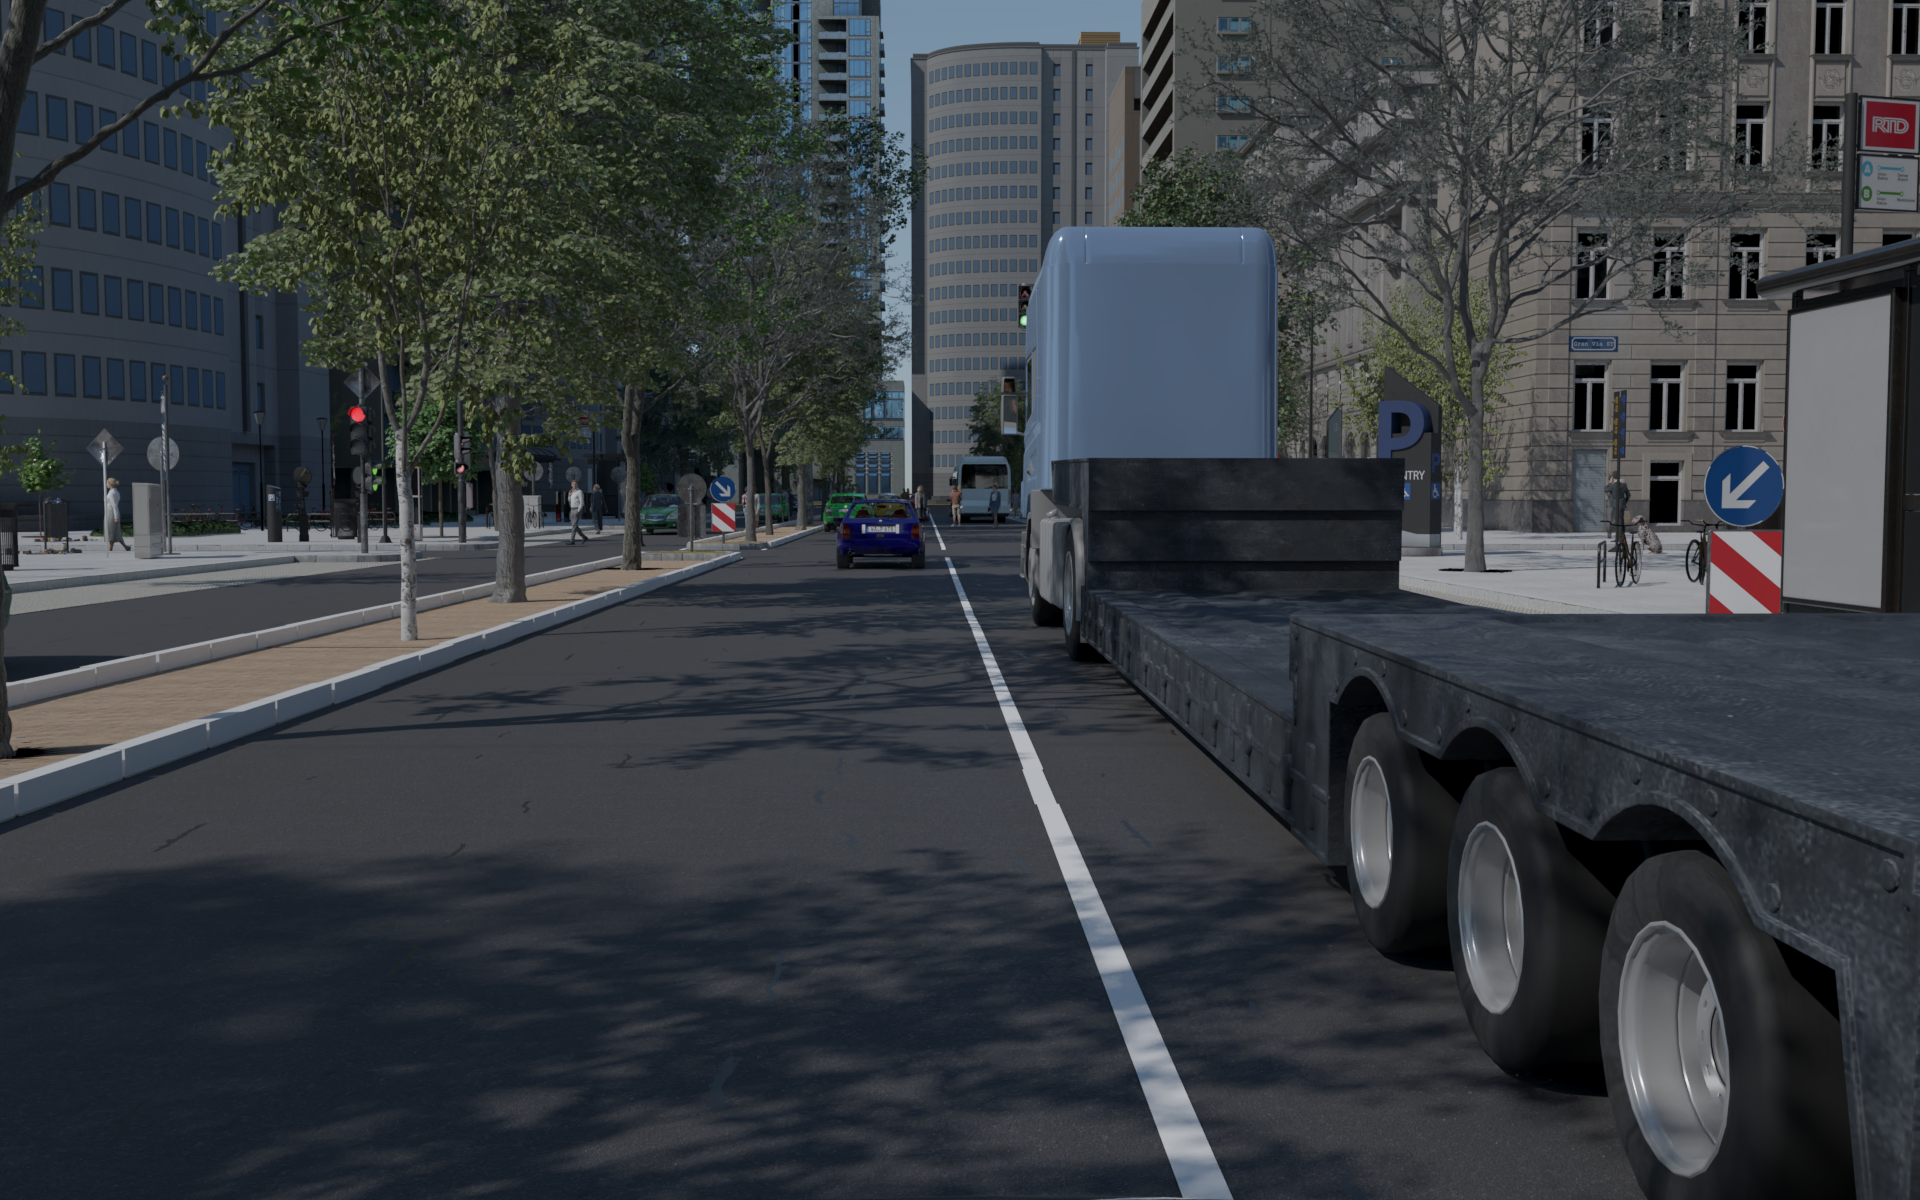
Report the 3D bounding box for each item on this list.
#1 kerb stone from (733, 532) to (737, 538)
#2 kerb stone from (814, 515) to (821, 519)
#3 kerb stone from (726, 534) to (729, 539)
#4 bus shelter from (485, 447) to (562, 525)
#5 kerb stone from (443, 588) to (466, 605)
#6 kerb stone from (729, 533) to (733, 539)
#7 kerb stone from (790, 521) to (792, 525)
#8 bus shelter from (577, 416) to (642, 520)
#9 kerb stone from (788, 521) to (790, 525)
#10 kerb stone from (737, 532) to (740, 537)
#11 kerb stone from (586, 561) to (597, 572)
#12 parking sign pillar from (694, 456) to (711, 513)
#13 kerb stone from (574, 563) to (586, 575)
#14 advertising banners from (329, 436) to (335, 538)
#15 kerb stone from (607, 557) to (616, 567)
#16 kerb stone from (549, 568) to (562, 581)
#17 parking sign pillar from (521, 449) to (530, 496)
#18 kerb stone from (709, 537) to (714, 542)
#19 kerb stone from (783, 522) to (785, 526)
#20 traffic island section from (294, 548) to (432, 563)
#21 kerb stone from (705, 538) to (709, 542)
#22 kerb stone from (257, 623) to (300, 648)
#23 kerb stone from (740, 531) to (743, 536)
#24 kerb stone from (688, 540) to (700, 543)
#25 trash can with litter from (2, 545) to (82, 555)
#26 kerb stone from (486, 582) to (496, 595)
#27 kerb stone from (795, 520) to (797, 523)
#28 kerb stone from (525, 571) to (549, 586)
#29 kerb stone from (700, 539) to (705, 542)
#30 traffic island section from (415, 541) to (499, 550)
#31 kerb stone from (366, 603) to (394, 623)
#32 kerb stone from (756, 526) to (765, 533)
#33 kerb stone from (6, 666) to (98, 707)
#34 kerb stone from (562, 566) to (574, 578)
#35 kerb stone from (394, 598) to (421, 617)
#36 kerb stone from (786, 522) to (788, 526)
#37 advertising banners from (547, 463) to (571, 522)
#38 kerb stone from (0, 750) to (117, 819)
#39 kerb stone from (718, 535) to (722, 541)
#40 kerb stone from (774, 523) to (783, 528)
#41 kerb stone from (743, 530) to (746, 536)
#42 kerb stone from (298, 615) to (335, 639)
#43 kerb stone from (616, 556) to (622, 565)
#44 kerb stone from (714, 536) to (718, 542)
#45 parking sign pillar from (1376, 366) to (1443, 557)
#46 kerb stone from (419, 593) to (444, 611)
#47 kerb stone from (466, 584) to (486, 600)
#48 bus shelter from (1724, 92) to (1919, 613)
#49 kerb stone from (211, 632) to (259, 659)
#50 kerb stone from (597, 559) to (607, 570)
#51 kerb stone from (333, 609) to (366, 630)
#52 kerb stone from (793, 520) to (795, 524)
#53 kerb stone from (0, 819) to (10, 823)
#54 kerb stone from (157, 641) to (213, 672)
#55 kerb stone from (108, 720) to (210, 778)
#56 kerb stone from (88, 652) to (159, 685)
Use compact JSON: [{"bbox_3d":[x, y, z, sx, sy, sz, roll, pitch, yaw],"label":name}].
[{"bbox_3d":[-7.403,-2.059,55.862,0.120,0.150,1.000,0,4,-1],"label":"kerb stone"},{"bbox_3d":[-8.448,-4.941,102.987,0.120,0.150,1.000,0,4,-1],"label":"kerb stone"},{"bbox_3d":[-7.370,-1.933,53.807,0.120,0.150,1.000,0,4,-1],"label":"kerb stone"},{"bbox_3d":[-18.628,-4.906,74.135,2.014,3.302,5.546,0,4,-1],"label":"bus shelter"},{"bbox_3d":[-6.671,-0.023,22.573,0.120,0.150,1.000,0,4,-1],"label":"kerb stone"},{"bbox_3d":[-7.384,-1.996,54.834,0.120,0.150,1.000,0,4,-1],"label":"kerb stone"},{"bbox_3d":[-7.924,-3.498,79.436,0.120,0.150,1.000,0,4,-1],"label":"kerb stone"},{"bbox_3d":[-18.541,-6.947,91.217,2.179,5.291,8.768,0,4,-1],"label":"bus shelter"},{"bbox_3d":[-7.906,-3.438,78.413,0.120,0.150,1.000,0,4,-1],"label":"kerb stone"},{"bbox_3d":[-7.433,-2.122,56.884,0.120,0.150,1.000,0,4,-1],"label":"kerb stone"},{"bbox_3d":[-6.872,-0.585,31.788,0.120,0.150,1.000,0,4,-1],"label":"kerb stone"},{"bbox_3d":[-17.117,-7.749,115.167,1.447,3.967,1.447,3,5,43],"label":"parking sign pillar"},{"bbox_3d":[-6.853,-0.523,30.766,0.120,0.150,1.000,0,4,-1],"label":"kerb stone"},{"bbox_3d":[-18.701,-3.390,51.617,0.090,3.025,2.074,-1,4,-16],"label":"advertising banners"},{"bbox_3d":[-6.920,-0.710,33.838,0.120,0.150,1.000,0,4,-1],"label":"kerb stone"},{"bbox_3d":[-6.802,-0.396,28.713,0.120,0.150,1.000,0,4,-1],"label":"kerb stone"},{"bbox_3d":[-17.600,-4.887,68.375,1.447,3.967,1.447,2,4,33],"label":"parking sign pillar"},{"bbox_3d":[-7.268,-1.682,49.707,0.120,0.150,1.000,0,4,-1],"label":"kerb stone"},{"bbox_3d":[-7.838,-3.249,75.322,0.120,0.150,1.000,0,4,-1],"label":"kerb stone"},{"bbox_3d":[-12.895,-0.929,37.477,2.009,0.180,2.903,0,4,-1],"label":"traffic island section"},{"bbox_3d":[-7.250,-1.619,48.685,0.120,0.150,1.000,0,4,-1],"label":"kerb stone"},{"bbox_3d":[-6.525,0.357,16.421,0.120,0.150,1.000,0,4,-1],"label":"kerb stone"},{"bbox_3d":[-7.450,-2.184,57.906,0.120,0.150,1.000,0,4,-1],"label":"kerb stone"},{"bbox_3d":[-7.197,-1.494,46.633,0.120,0.150,1.000,0,4,-1],"label":"kerb stone"},{"bbox_3d":[-19.774,-1.590,37.049,1.678,1.210,2.233,2,4,30],"label":"trash can with litter"},{"bbox_3d":[-6.719,-0.148,24.620,0.120,0.150,1.000,0,4,-1],"label":"kerb stone"},{"bbox_3d":[-7.994,-3.682,82.518,0.120,0.150,1.000,0,4,-1],"label":"kerb stone"},{"bbox_3d":[-6.783,-0.335,27.691,0.120,0.150,1.000,0,4,-1],"label":"kerb stone"},{"bbox_3d":[-7.217,-1.558,47.663,0.120,0.150,1.000,0,4,-1],"label":"kerb stone"},{"bbox_3d":[-13.071,-1.418,45.461,2.009,0.180,2.903,0,4,-1],"label":"traffic island section"},{"bbox_3d":[-6.608,0.166,19.492,0.120,0.150,1.000,0,4,-1],"label":"kerb stone"},{"bbox_3d":[-7.637,-2.682,66.108,0.120,0.150,1.000,0,4,-1],"label":"kerb stone"},{"bbox_3d":[-6.448,0.612,12.320,0.120,0.150,1.000,0,4,-1],"label":"kerb stone"},{"bbox_3d":[-6.829,-0.461,29.737,0.120,0.150,1.000,0,4,-1],"label":"kerb stone"},{"bbox_3d":[-6.621,0.103,20.518,0.120,0.150,1.000,0,4,-1],"label":"kerb stone"},{"bbox_3d":[-7.876,-3.367,77.384,0.120,0.150,1.000,0,4,-1],"label":"kerb stone"},{"bbox_3d":[-18.367,-5.078,79.210,0.090,3.025,2.074,-3,5,-41],"label":"advertising banners"},{"bbox_3d":[-4.251,0.857,8.187,0.120,0.150,1.000,0,4,-1],"label":"kerb stone"},{"bbox_3d":[-7.311,-1.808,51.763,0.120,0.150,1.000,0,4,-1],"label":"kerb stone"},{"bbox_3d":[-7.813,-3.182,74.300,0.120,0.150,1.000,0,4,-1],"label":"kerb stone"},{"bbox_3d":[-7.468,-2.247,58.935,0.120,0.150,1.000,0,4,-1],"label":"kerb stone"},{"bbox_3d":[-6.552,0.291,17.443,0.120,0.150,1.000,0,4,-1],"label":"kerb stone"},{"bbox_3d":[-6.945,-0.775,34.864,0.120,0.150,1.000,0,4,-1],"label":"kerb stone"},{"bbox_3d":[-7.286,-1.743,50.731,0.120,0.150,1.000,0,4,-1],"label":"kerb stone"},{"bbox_3d":[9.319,-2.906,35.990,1.447,3.967,1.447,-3,5,-44],"label":"parking sign pillar"},{"bbox_3d":[-6.646,0.040,21.542,0.120,0.150,1.000,0,4,-1],"label":"kerb stone"},{"bbox_3d":[-6.685,-0.086,23.599,0.120,0.150,1.000,0,4,-1],"label":"kerb stone"},{"bbox_3d":[8.745,-2.291,15.082,2.179,5.291,8.768,0,4,-1],"label":"bus shelter"},{"bbox_3d":[-6.509,0.416,15.399,0.120,0.150,1.000,0,4,-1],"label":"kerb stone"},{"bbox_3d":[-6.890,-0.647,32.813,0.120,0.150,1.000,0,4,-1],"label":"kerb stone"},{"bbox_3d":[-6.585,0.228,18.464,0.120,0.150,1.000,0,4,-1],"label":"kerb stone"},{"bbox_3d":[-7.977,-3.627,81.494,0.120,0.150,1.000,0,4,-1],"label":"kerb stone"},{"bbox_3d":[-4.232,0.920,7.161,0.120,0.150,1.000,0,4,-1],"label":"kerb stone"},{"bbox_3d":[-6.487,0.478,14.377,0.120,0.150,1.000,0,4,-1],"label":"kerb stone"},{"bbox_3d":[-4.276,0.794,9.219,0.120,0.150,1.000,0,4,-1],"label":"kerb stone"},{"bbox_3d":[-6.474,0.542,13.341,0.120,0.150,1.000,0,4,-1],"label":"kerb stone"}]
